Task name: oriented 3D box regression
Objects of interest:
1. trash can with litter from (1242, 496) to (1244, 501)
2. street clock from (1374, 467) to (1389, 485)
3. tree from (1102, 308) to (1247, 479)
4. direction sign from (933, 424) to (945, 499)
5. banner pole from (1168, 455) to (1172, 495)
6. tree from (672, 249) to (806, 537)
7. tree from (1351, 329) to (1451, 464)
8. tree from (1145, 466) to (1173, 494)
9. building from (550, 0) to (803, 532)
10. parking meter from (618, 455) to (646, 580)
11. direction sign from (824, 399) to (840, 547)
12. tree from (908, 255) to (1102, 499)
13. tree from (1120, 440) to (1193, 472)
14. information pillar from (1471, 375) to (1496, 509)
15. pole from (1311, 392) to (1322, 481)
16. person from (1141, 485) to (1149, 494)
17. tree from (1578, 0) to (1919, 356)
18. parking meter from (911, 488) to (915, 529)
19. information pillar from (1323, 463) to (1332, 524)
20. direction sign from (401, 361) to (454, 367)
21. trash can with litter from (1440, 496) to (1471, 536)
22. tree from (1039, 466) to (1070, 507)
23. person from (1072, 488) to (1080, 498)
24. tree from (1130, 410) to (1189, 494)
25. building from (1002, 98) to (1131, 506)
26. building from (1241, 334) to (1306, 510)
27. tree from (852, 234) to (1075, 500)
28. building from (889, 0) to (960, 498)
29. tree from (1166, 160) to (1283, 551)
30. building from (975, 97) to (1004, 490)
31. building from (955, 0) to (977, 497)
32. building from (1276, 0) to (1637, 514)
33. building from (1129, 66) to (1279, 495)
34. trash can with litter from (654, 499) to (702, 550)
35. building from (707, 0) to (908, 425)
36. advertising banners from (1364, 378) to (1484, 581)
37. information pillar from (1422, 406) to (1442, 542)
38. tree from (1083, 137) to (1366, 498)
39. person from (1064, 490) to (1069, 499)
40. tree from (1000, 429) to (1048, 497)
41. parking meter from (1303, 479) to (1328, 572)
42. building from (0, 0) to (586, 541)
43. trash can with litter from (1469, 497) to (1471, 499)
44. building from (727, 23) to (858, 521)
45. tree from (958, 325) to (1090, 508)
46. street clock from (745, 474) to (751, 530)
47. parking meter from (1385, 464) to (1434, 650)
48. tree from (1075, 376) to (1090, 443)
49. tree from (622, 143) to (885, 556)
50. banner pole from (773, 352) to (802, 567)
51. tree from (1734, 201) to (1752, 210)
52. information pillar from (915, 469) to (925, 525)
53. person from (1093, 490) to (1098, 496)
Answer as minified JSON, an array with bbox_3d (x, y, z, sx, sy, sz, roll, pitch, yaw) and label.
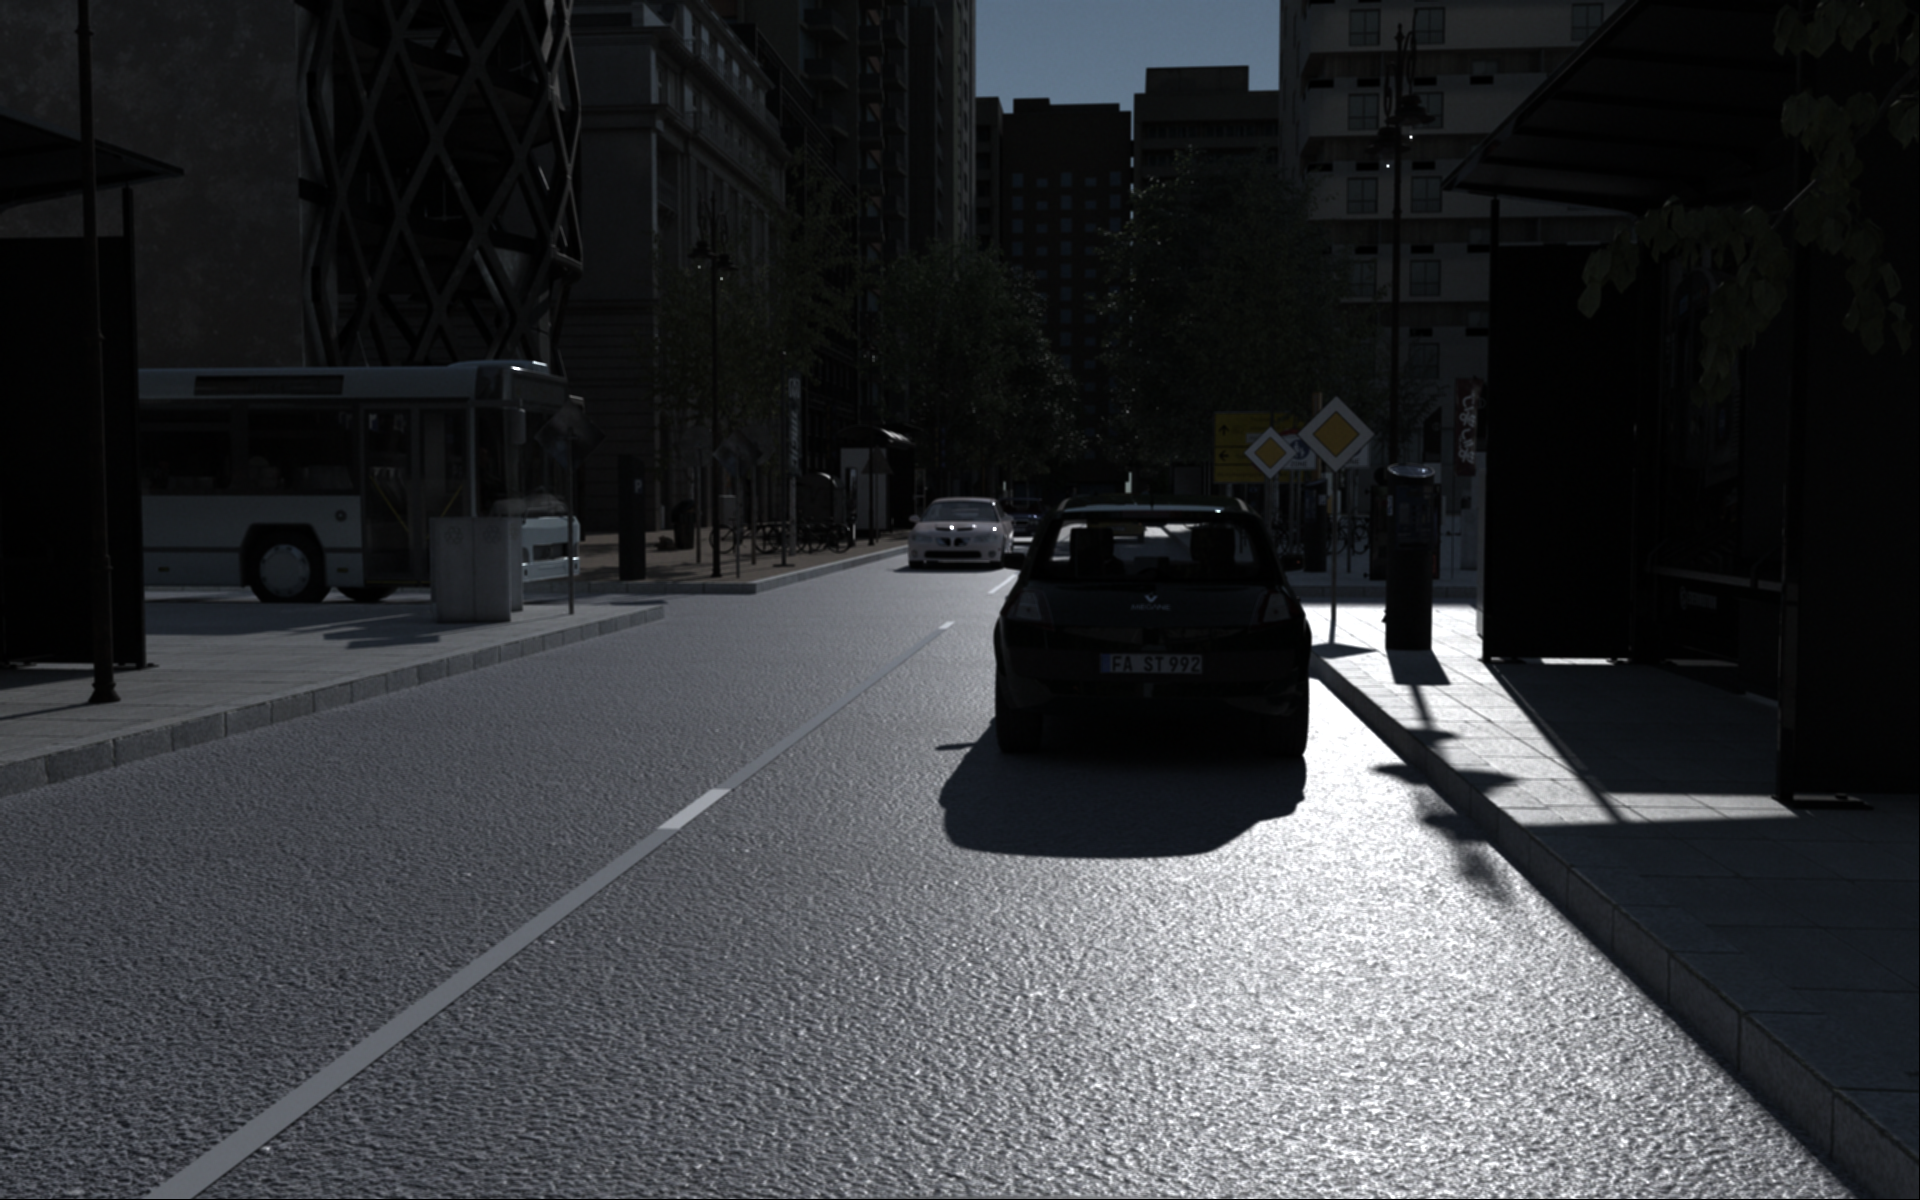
[{"bbox_3d":[13.741,-4.489,84.781,0.624,1.170,1.055,1,4,12],"label":"trash can with litter"},{"bbox_3d":[11.248,-2.534,46.007,0.471,2.002,0.358,0,4,-6],"label":"street clock"},{"bbox_3d":[12.601,-11.192,100.004,9.611,12.733,9.660,0,3,0],"label":"tree"},{"bbox_3d":[-0.667,-3.915,56.008,0.379,3.537,0.876,1,4,23],"label":"direction sign"},{"bbox_3d":[11.085,-6.197,91.334,0.401,3.779,0.863,0,4,-8],"label":"banner pole"},{"bbox_3d":[-6.555,-6.200,51.727,4.360,8.622,3.978,0,3,0],"label":"tree"},{"bbox_3d":[19.464,-7.727,76.701,4.360,8.622,3.978,0,3,0],"label":"tree"},{"bbox_3d":[13.583,-7.446,116.337,1.663,3.219,1.824,0,3,0],"label":"tree"},{"bbox_3d":[-15.086,-13.971,70.231,13.314,21.916,24.055,0,4,5],"label":"building"},{"bbox_3d":[-4.900,-1.234,25.880,0.255,1.863,0.399,2,4,24],"label":"parking meter"},{"bbox_3d":[-3.109,-3.052,41.904,0.379,3.537,0.876,-1,4,-20],"label":"direction sign"},{"bbox_3d":[1.588,-10.174,83.358,9.611,12.733,9.660,0,3,0],"label":"tree"},{"bbox_3d":[17.386,-13.128,149.060,7.601,10.594,8.767,2,4,27],"label":"tree"},{"bbox_3d":[10.272,-2.607,33.976,0.504,3.616,0.183,1,4,22],"label":"information pillar"},{"bbox_3d":[7.155,-2.505,34.794,0.158,3.312,0.155,0,3,0],"label":"pole"},{"bbox_3d":[7.357,-3.673,68.897,0.444,1.785,0.601,-2,4,-31],"label":"person"},{"bbox_3d":[3.154,-3.284,4.049,4.737,8.622,4.395,0,3,0],"label":"tree"},{"bbox_3d":[-2.011,-3.577,66.890,0.372,1.533,0.369,0,3,0],"label":"parking meter"},{"bbox_3d":[14.204,-4.622,66.918,0.504,3.616,0.183,-3,5,-42],"label":"information pillar"},{"bbox_3d":[-9.099,-2.307,29.718,0.876,3.537,0.379,-2,4,-24],"label":"direction sign"},{"bbox_3d":[15.436,-2.616,53.829,1.678,1.210,2.233,3,5,43],"label":"trash can with litter"},{"bbox_3d":[9.570,-11.894,178.172,4.285,4.588,4.351,0,3,0],"label":"tree"},{"bbox_3d":[6.654,-5.546,99.349,0.590,1.801,0.661,1,4,11],"label":"person"},{"bbox_3d":[16.316,-13.021,138.642,9.928,11.665,9.643,0,3,0],"label":"tree"},{"bbox_3d":[12.404,-33.575,199.062,14.200,45.320,14.600,0,4,5],"label":"building"},{"bbox_3d":[39.118,-18.760,151.764,27.650,21.520,28.899,0,4,5],"label":"building"},{"bbox_3d":[-0.805,-8.785,69.394,9.928,11.665,9.643,0,3,0],"label":"tree"},{"bbox_3d":[-7.672,-27.836,138.705,14.154,41.232,14.086,0,4,5],"label":"building"},{"bbox_3d":[7.350,-5.411,38.832,4.737,8.622,4.395,0,3,0],"label":"tree"},{"bbox_3d":[-5.201,-35.479,203.776,21.600,48.544,21.300,0,4,5],"label":"building"},{"bbox_3d":[-9.524,-44.076,158.888,20.611,71.187,20.563,0,4,5],"label":"building"},{"bbox_3d":[37.235,-32.629,122.718,28.713,52.752,27.495,0,4,5],"label":"building"},{"bbox_3d":[30.503,-35.260,200.196,21.600,48.544,21.300,0,4,5],"label":"building"},{"bbox_3d":[-6.519,-1.750,40.001,0.624,1.170,1.055,3,4,39],"label":"trash can with litter"},{"bbox_3d":[-15.398,-28.272,116.868,22.147,44.769,28.867,0,4,5],"label":"building"},{"bbox_3d":[6.971,-1.820,25.941,2.074,3.025,0.090,-1,4,-21],"label":"advertising banners"},{"bbox_3d":[12.535,-3.340,45.963,0.504,3.616,0.183,-1,4,-10],"label":"information pillar"},{"bbox_3d":[9.352,-9.460,61.330,9.857,13.997,8.962,0,3,0],"label":"tree"},{"bbox_3d":[7.290,-6.559,116.563,0.721,1.723,1.217,1,4,8],"label":"person"},{"bbox_3d":[4.338,-9.957,113.156,4.360,8.622,3.978,0,3,0],"label":"tree"},{"bbox_3d":[5.860,-1.232,28.551,0.372,1.533,0.369,0,3,0],"label":"parking meter"},{"bbox_3d":[-18.459,-10.763,43.427,16.820,18.784,16.811,0,4,5],"label":"building"},{"bbox_3d":[28.136,-5.077,94.388,1.055,1.170,0.624,-3,5,-40],"label":"trash can with litter"},{"bbox_3d":[-12.658,-15.937,90.251,12.332,23.373,15.834,0,4,5],"label":"building"},{"bbox_3d":[2.559,-11.202,101.278,7.486,12.596,7.792,0,3,0],"label":"tree"},{"bbox_3d":[-7.395,-3.454,61.035,0.358,2.002,0.471,0,4,0],"label":"street clock"},{"bbox_3d":[3.725,-0.363,14.345,0.372,1.533,0.369,0,3,0],"label":"parking meter"},{"bbox_3d":[5.340,-12.059,122.920,9.928,11.665,9.643,0,3,0],"label":"tree"},{"bbox_3d":[-3.719,-5.232,35.898,4.737,8.622,4.395,0,3,0],"label":"tree"},{"bbox_3d":[-3.025,-2.498,30.860,0.401,3.779,0.863,2,4,26],"label":"banner pole"},{"bbox_3d":[22.227,-7.317,45.396,9.928,11.665,9.643,0,3,0],"label":"tree"},{"bbox_3d":[-1.178,-2.850,51.090,0.304,2.012,0.304,0,4,1],"label":"information pillar"},{"bbox_3d":[12.182,-8.906,154.638,1.217,1.766,0.721,2,4,24],"label":"person"}]
